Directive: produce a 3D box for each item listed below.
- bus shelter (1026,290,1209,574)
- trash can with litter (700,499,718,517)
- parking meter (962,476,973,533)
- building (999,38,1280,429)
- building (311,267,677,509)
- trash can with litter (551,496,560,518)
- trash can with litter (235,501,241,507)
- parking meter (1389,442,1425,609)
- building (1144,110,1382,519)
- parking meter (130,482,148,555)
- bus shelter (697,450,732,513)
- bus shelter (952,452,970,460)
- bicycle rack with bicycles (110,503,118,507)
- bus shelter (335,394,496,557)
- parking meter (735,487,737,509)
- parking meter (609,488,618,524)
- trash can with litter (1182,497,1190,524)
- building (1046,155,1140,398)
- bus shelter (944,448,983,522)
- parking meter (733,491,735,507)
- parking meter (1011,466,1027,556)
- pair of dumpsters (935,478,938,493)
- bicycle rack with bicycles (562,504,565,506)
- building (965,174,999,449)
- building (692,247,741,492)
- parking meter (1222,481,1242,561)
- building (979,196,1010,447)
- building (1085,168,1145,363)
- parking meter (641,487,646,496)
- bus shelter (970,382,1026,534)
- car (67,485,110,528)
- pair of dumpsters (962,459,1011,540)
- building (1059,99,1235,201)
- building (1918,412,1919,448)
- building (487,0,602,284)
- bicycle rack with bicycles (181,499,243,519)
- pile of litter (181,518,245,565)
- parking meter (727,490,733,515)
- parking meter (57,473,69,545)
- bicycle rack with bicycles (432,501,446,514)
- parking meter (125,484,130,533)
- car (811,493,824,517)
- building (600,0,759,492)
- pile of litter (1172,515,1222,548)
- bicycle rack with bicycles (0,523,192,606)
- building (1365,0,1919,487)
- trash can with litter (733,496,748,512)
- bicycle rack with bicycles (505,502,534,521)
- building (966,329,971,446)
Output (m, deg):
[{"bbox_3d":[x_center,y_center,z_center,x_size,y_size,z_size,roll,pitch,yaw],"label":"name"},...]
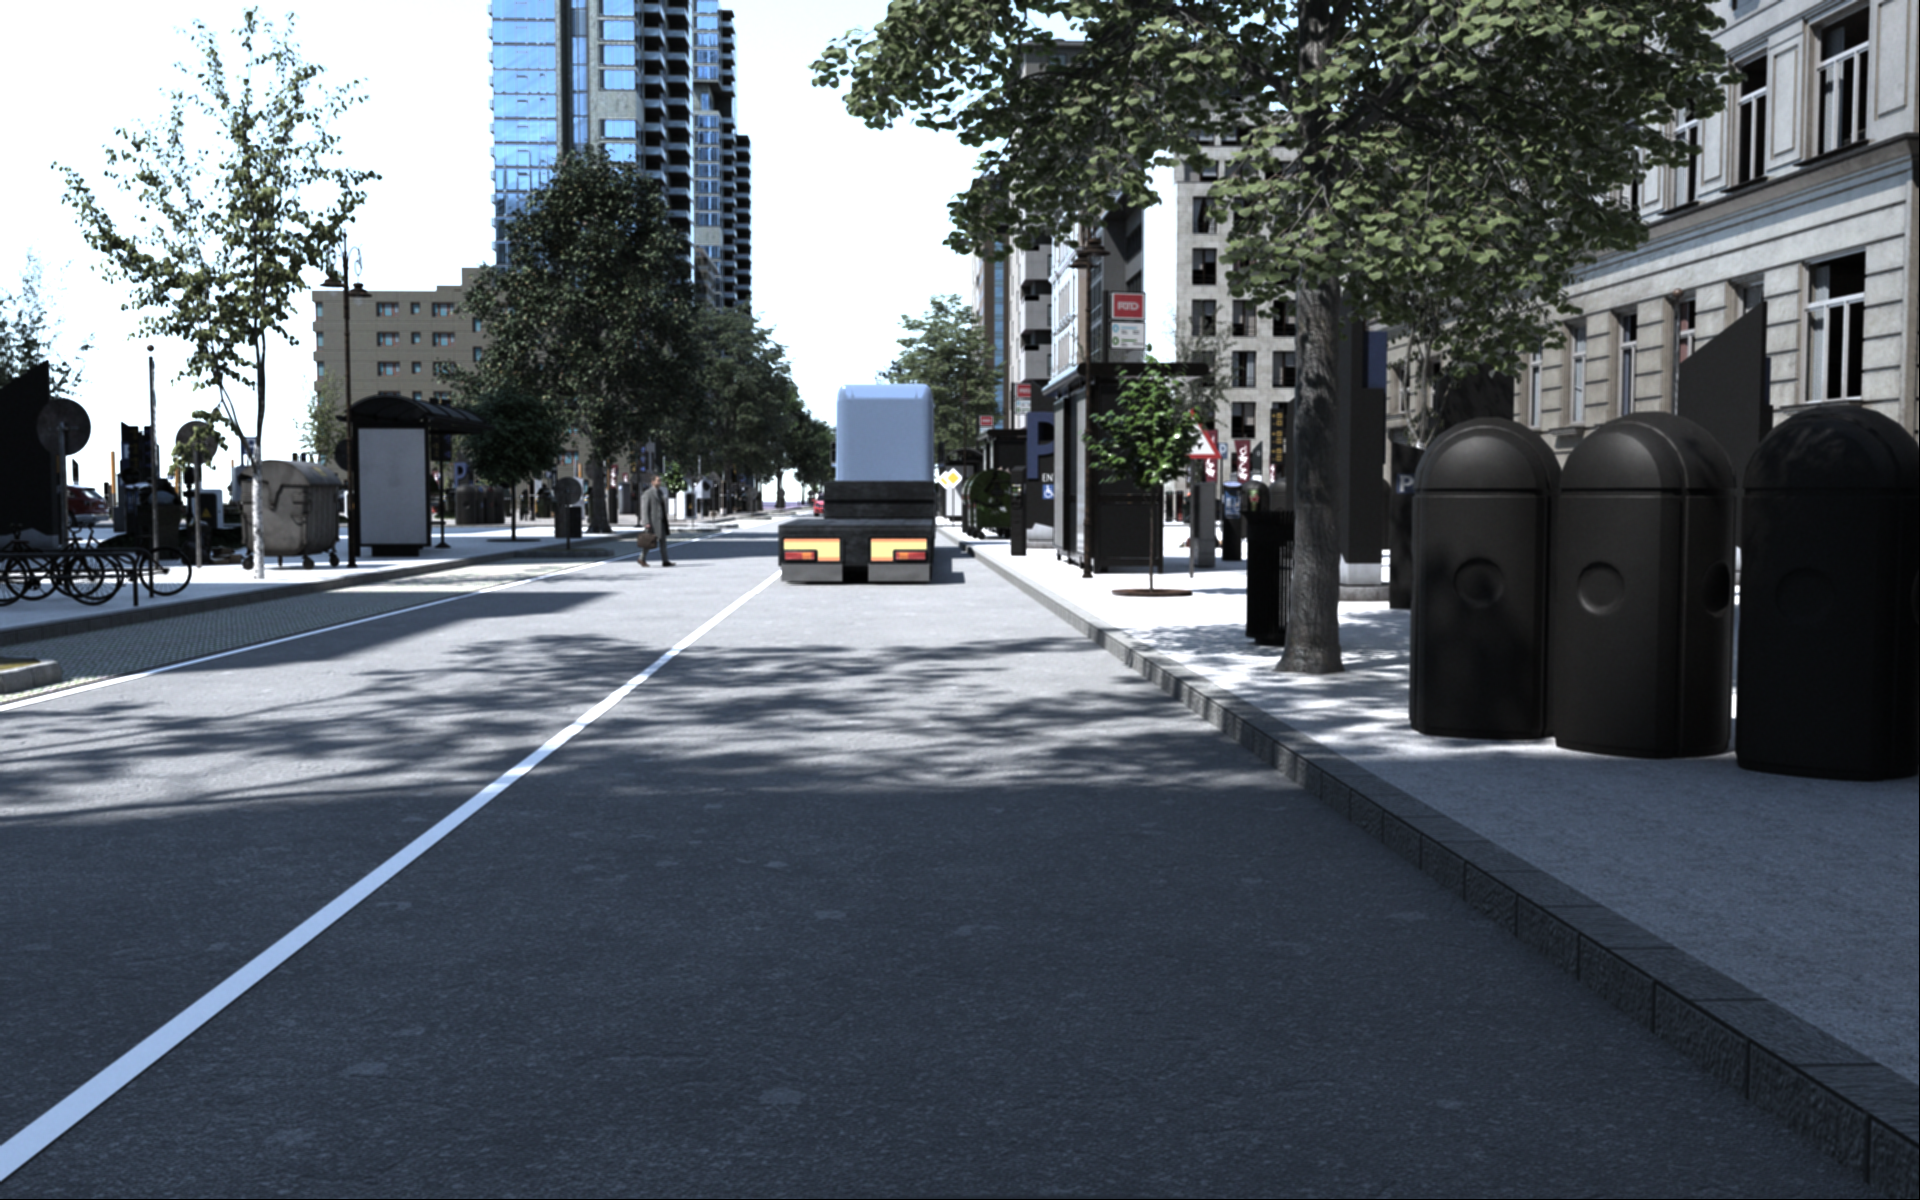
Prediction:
[{"bbox_3d":[2.734,-3.318,31.889,2.179,5.291,8.768,0,4,-3],"label":"bus shelter"},{"bbox_3d":[-14.285,-5.329,98.517,1.055,1.170,0.624,0,4,-5],"label":"trash can with litter"},{"bbox_3d":[0.274,-3.143,57.105,0.399,1.863,0.255,-1,4,-12],"label":"parking meter"},{"bbox_3d":[20.025,-37.364,200.143,28.713,52.752,27.495,0,4,-3],"label":"building"},{"bbox_3d":[-41.674,-19.379,161.882,27.650,21.520,28.899,0,4,-3],"label":"building"},{"bbox_3d":[-22.157,-5.102,94.802,0.624,1.170,1.055,0,4,-5],"label":"trash can with litter"},{"bbox_3d":[-49.765,-6.659,119.924,2.233,1.210,1.678,1,4,14],"label":"trash can with litter"},{"bbox_3d":[5.033,-0.835,19.368,0.399,1.863,0.255,2,4,30],"label":"parking meter"},{"bbox_3d":[18.702,-14.391,90.042,16.860,20.320,10.420,0,4,-3],"label":"building"},{"bbox_3d":[-17.125,-1.709,36.349,0.372,1.533,0.369,0,3,0],"label":"parking meter"},{"bbox_3d":[-17.167,-8.696,119.816,2.179,5.291,8.768,0,4,-2],"label":"bus shelter"},{"bbox_3d":[0.739,-6.607,85.652,2.179,5.291,8.768,0,4,-3],"label":"bus shelter"},{"bbox_3d":[-63.149,-7.037,128.444,2.852,0.926,2.925,2,4,33],"label":"bicycle rack with bicycles"},{"bbox_3d":[-11.770,-2.692,37.936,2.014,3.302,5.546,0,4,-3],"label":"bus shelter"},{"bbox_3d":[-18.750,-8.538,145.308,0.255,1.863,0.399,0,4,4],"label":"parking meter"},{"bbox_3d":[-14.987,-4.062,74.826,0.372,1.533,0.369,0,3,0],"label":"parking meter"},{"bbox_3d":[10.034,-3.844,74.236,1.055,1.170,0.624,2,4,32],"label":"trash can with litter"},{"bbox_3d":[14.505,-21.631,139.576,13.634,28.700,20.117,0,4,-3],"label":"building"},{"bbox_3d":[0.131,-5.163,78.339,2.014,3.302,5.546,0,4,-2],"label":"bus shelter"},{"bbox_3d":[-19.461,-8.552,148.237,0.372,1.533,0.369,0,3,0],"label":"parking meter"},{"bbox_3d":[1.215,-1.848,35.933,0.255,1.863,0.399,1,4,17],"label":"parking meter"},{"bbox_3d":[-1.312,-6.298,105.471,1.574,2.255,4.437,0,4,-3],"label":"pair of dumpsters"},{"bbox_3d":[-25.529,-5.932,110.366,2.852,0.926,2.925,3,4,36],"label":"bicycle rack with bicycles"},{"bbox_3d":[15.805,-42.260,280.181,28.713,52.752,27.495,0,4,-3],"label":"building"},{"bbox_3d":[-48.674,-34.349,253.484,32.217,40.220,23.993,0,4,-3],"label":"building"},{"bbox_3d":[5.247,-1.528,33.397,0.372,1.533,0.369,0,3,0],"label":"parking meter"},{"bbox_3d":[10.078,-37.261,259.328,14.600,45.320,14.200,0,4,-3],"label":"building"},{"bbox_3d":[16.982,-18.078,114.645,14.314,24.678,30.058,0,4,-3],"label":"building"},{"bbox_3d":[-25.582,-8.217,140.053,0.255,1.863,0.399,-3,5,-43],"label":"parking meter"},{"bbox_3d":[1.754,-5.042,60.071,2.179,5.291,8.768,0,4,-3],"label":"bus shelter"},{"bbox_3d":[-36.347,-3.632,68.056,5.304,1.827,2.281,0,4,-4],"label":"car"},{"bbox_3d":[0.922,-2.930,50.401,1.574,2.255,4.437,0,4,-2],"label":"pair of dumpsters"},{"bbox_3d":[22.776,-29.538,174.833,32.217,40.220,23.993,0,4,-3],"label":"building"},{"bbox_3d":[37.705,-16.713,91.279,19.932,24.808,12.078,0,4,-3],"label":"building"},{"bbox_3d":[-39.818,-53.659,190.003,22.319,86.520,31.000,0,4,-3],"label":"building"},{"bbox_3d":[-36.567,-4.365,84.757,2.925,0.926,2.852,3,4,39],"label":"bicycle rack with bicycles"},{"bbox_3d":[-13.800,-1.106,32.044,1.176,0.858,1.719,0,4,2],"label":"pile of litter"},{"bbox_3d":[-14.440,-6.027,106.954,0.372,1.533,0.369,0,3,0],"label":"parking meter"},{"bbox_3d":[-22.755,-2.326,43.738,0.399,1.863,0.255,-2,4,-30],"label":"parking meter"},{"bbox_3d":[-36.346,-6.481,119.341,2.925,0.926,2.852,-1,4,-9],"label":"bicycle rack with bicycles"},{"bbox_3d":[-20.792,-2.152,43.593,0.372,1.533,0.369,0,3,0],"label":"parking meter"},{"bbox_3d":[-8.396,-6.217,110.694,2.155,1.783,4.494,0,4,-3],"label":"car"},{"bbox_3d":[-43.766,-59.211,280.768,22.319,86.520,31.000,0,4,-3],"label":"building"},{"bbox_3d":[5.872,-1.693,41.650,1.176,0.858,1.719,-2,4,-27],"label":"pile of litter"},{"bbox_3d":[-10.774,-0.432,20.451,2.925,0.926,2.852,-1,4,-18],"label":"bicycle rack with bicycles"},{"bbox_3d":[21.020,-12.666,40.367,16.112,22.955,30.059,0,4,-3],"label":"building"},{"bbox_3d":[-15.862,-6.998,125.802,1.055,1.170,0.624,2,4,30],"label":"trash can with litter"},{"bbox_3d":[-21.447,-4.277,83.316,2.852,0.926,2.925,0,4,-4],"label":"bicycle rack with bicycles"},{"bbox_3d":[7.957,-32.407,301.561,14.160,30.474,14.107,0,4,-3],"label":"building"}]
